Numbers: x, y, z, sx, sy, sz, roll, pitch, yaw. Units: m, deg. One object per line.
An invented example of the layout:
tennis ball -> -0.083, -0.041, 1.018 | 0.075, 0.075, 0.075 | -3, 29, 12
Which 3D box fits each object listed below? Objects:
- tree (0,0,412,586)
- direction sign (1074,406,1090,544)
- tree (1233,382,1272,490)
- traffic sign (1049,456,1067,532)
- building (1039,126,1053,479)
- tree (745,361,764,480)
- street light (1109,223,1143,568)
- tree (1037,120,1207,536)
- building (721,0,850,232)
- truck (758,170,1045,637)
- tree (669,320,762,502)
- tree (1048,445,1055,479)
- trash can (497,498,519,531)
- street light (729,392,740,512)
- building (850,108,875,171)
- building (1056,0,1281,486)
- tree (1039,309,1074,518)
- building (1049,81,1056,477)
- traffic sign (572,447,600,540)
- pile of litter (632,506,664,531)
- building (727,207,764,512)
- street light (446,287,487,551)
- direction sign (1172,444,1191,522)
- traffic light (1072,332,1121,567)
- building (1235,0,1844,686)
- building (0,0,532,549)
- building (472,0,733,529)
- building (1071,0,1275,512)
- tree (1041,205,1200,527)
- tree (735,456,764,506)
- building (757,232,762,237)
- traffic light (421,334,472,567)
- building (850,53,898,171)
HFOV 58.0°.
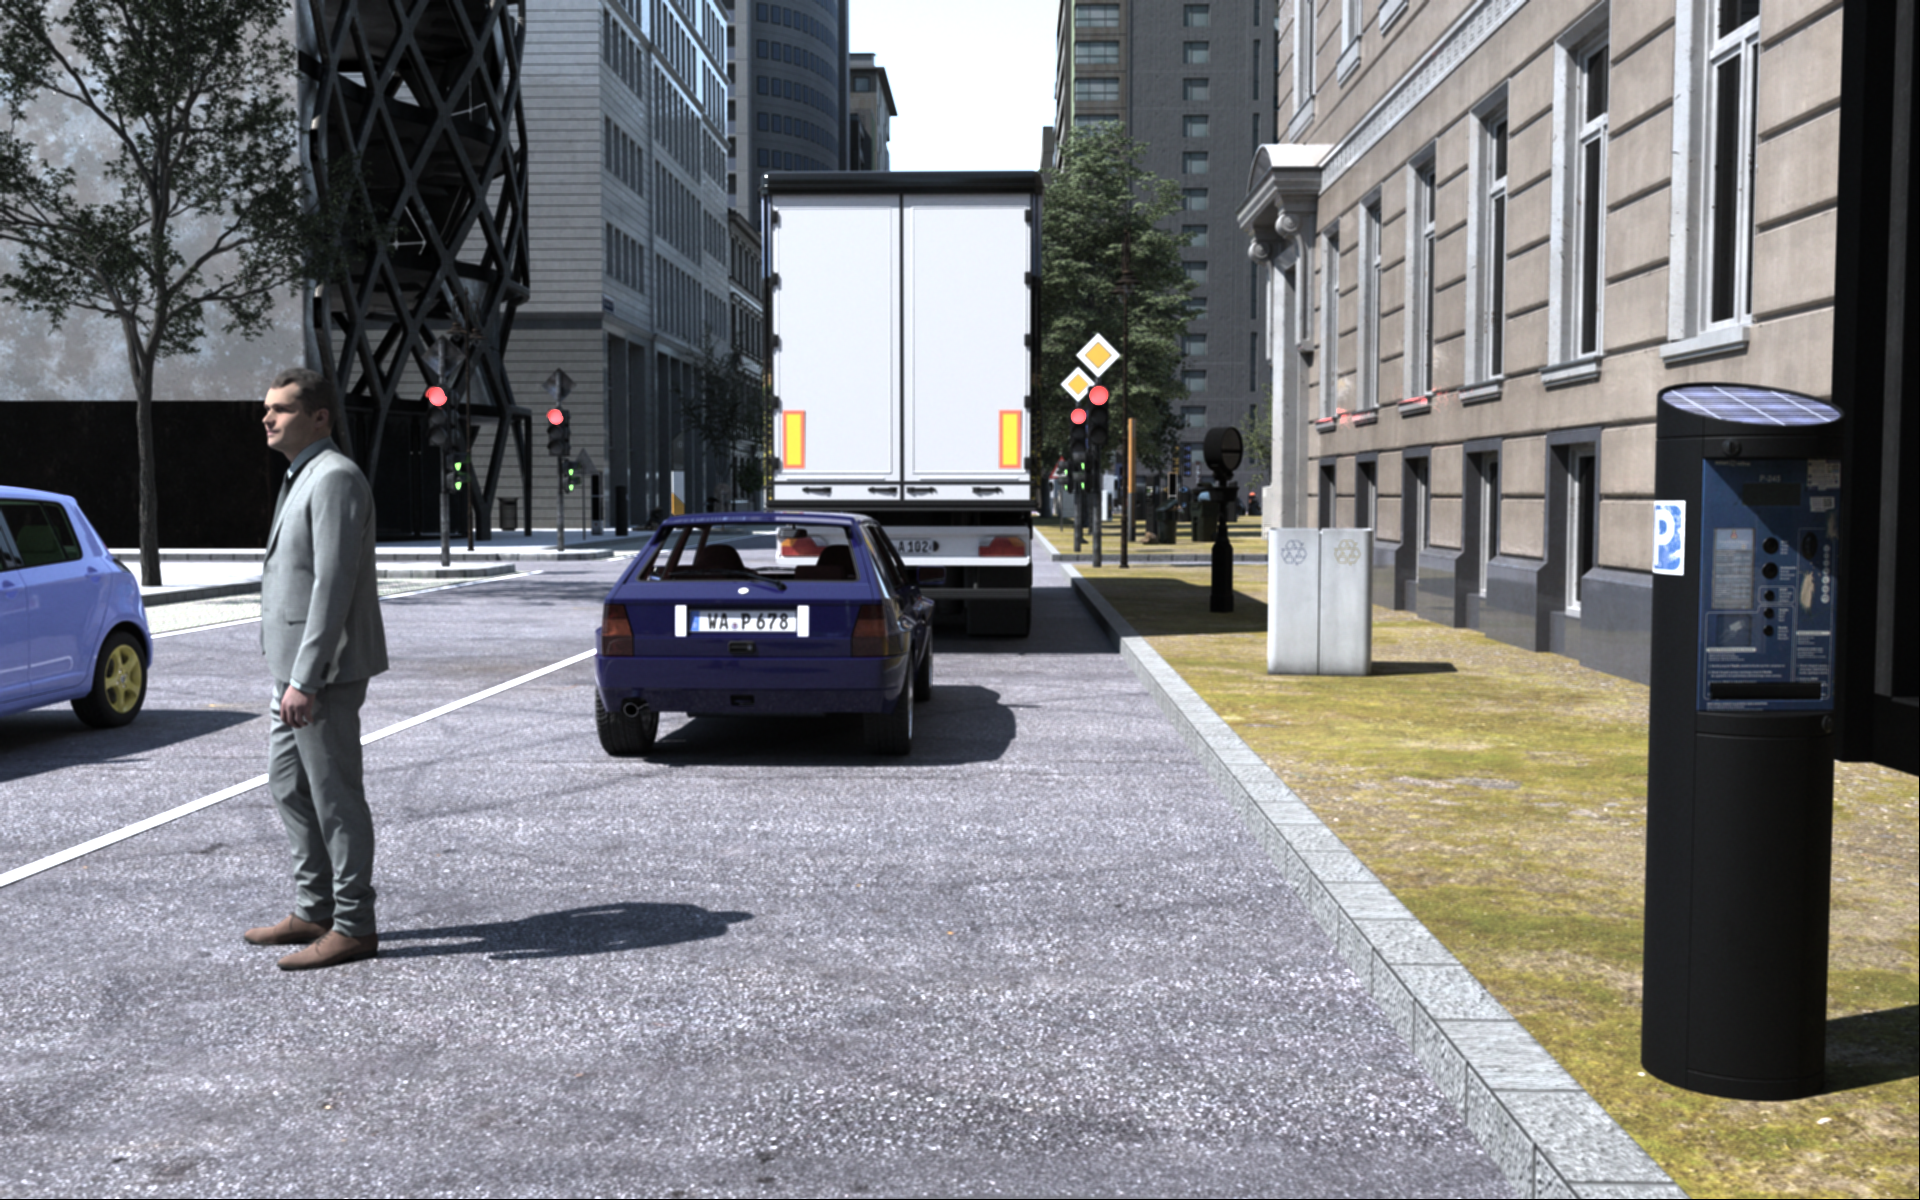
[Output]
tree -> -11.428, -5.451, 23.542 | 8.767, 10.594, 7.601 | 1, 4, 20
direction sign -> 3.153, -3.231, 44.830 | 0.379, 3.537, 0.876 | -1, 4, -23
tree -> 19.697, -9.773, 110.154 | 4.737, 8.622, 4.395 | 0, 3, 0
traffic sign -> 3.461, -3.606, 58.955 | 0.884, 2.594, 0.081 | 1, 4, 9
building -> 20.728, -36.319, 217.509 | 21.300, 48.544, 21.600 | 0, 4, 1
tree -> -9.687, -8.647, 91.743 | 4.737, 8.622, 4.395 | 0, 3, 0
street light -> 2.845, -3.491, 29.860 | 0.468, 5.910, 1.993 | 0, 4, 1
tree -> 3.922, -8.256, 53.112 | 7.486, 12.596, 7.792 | 0, 3, 0
building -> -21.663, -37.628, 157.209 | 21.231, 58.520, 28.212 | 0, 4, 1
truck -> -0.345, -1.941, 20.654 | 2.839, 4.237, 11.283 | 0, 4, 2
tree -> -10.074, -7.482, 72.695 | 4.360, 8.622, 3.978 | 0, 3, 0
tree -> 5.677, -11.820, 143.617 | 4.737, 8.622, 4.395 | 0, 3, 0
trash can -> -15.830, -2.999, 60.693 | 0.748, 1.137, 0.748 | 0, 3, 0
street light -> -9.997, -6.339, 76.435 | 0.468, 5.910, 1.993 | 0, 4, 1
building -> -16.200, -30.283, 178.718 | 14.154, 41.232, 14.086 | 0, 4, 1
building -> 19.006, -31.903, 145.320 | 21.300, 48.544, 21.600 | 0, 4, 1
tree -> 4.669, -11.458, 93.990 | 9.857, 13.997, 8.962 | 0, 3, 0
building -> 20.558, -33.740, 171.253 | 23.786, 49.044, 30.456 | 0, 4, 1
traffic sign -> -10.497, -2.956, 48.331 | 0.884, 2.594, 0.081 | 0, 4, 2
pile of litter -> -10.813, -2.858, 60.689 | 1.176, 0.858, 1.719 | -2, 4, -33
building -> -16.832, -14.565, 102.763 | 10.561, 19.102, 19.286 | 0, 4, 1
street light -> -11.003, -4.036, 38.781 | 0.468, 5.910, 1.993 | 0, 4, 1
direction sign -> 10.003, -5.276, 78.253 | 0.876, 3.537, 0.379 | 1, 4, 23
traffic light -> 2.384, -2.527, 30.236 | 0.839, 4.253, 0.868 | 0, 4, 1
building -> 10.988, -14.166, 17.520 | 13.634, 28.700, 20.117 | 0, 4, 1
building -> -21.065, -11.071, 48.455 | 16.820, 18.784, 16.811 | 0, 4, 1
building -> -18.088, -18.359, 77.668 | 11.434, 29.767, 29.804 | 0, 4, 1
building -> 15.143, -27.170, 127.823 | 14.154, 41.232, 14.086 | 0, 4, 1
tree -> 4.769, -9.166, 66.873 | 9.611, 12.733, 9.660 | 0, 3, 0
tree -> -10.457, -5.643, 86.858 | 1.663, 3.219, 1.824 | 0, 3, 0
building -> -24.828, -17.381, 129.220 | 27.650, 21.520, 28.899 | 0, 4, 1
traffic light -> -9.075, -2.543, 30.502 | 0.839, 4.253, 0.868 | 0, 4, 1
building -> -22.582, -38.121, 212.523 | 28.713, 52.752, 27.495 | 0, 4, 1
